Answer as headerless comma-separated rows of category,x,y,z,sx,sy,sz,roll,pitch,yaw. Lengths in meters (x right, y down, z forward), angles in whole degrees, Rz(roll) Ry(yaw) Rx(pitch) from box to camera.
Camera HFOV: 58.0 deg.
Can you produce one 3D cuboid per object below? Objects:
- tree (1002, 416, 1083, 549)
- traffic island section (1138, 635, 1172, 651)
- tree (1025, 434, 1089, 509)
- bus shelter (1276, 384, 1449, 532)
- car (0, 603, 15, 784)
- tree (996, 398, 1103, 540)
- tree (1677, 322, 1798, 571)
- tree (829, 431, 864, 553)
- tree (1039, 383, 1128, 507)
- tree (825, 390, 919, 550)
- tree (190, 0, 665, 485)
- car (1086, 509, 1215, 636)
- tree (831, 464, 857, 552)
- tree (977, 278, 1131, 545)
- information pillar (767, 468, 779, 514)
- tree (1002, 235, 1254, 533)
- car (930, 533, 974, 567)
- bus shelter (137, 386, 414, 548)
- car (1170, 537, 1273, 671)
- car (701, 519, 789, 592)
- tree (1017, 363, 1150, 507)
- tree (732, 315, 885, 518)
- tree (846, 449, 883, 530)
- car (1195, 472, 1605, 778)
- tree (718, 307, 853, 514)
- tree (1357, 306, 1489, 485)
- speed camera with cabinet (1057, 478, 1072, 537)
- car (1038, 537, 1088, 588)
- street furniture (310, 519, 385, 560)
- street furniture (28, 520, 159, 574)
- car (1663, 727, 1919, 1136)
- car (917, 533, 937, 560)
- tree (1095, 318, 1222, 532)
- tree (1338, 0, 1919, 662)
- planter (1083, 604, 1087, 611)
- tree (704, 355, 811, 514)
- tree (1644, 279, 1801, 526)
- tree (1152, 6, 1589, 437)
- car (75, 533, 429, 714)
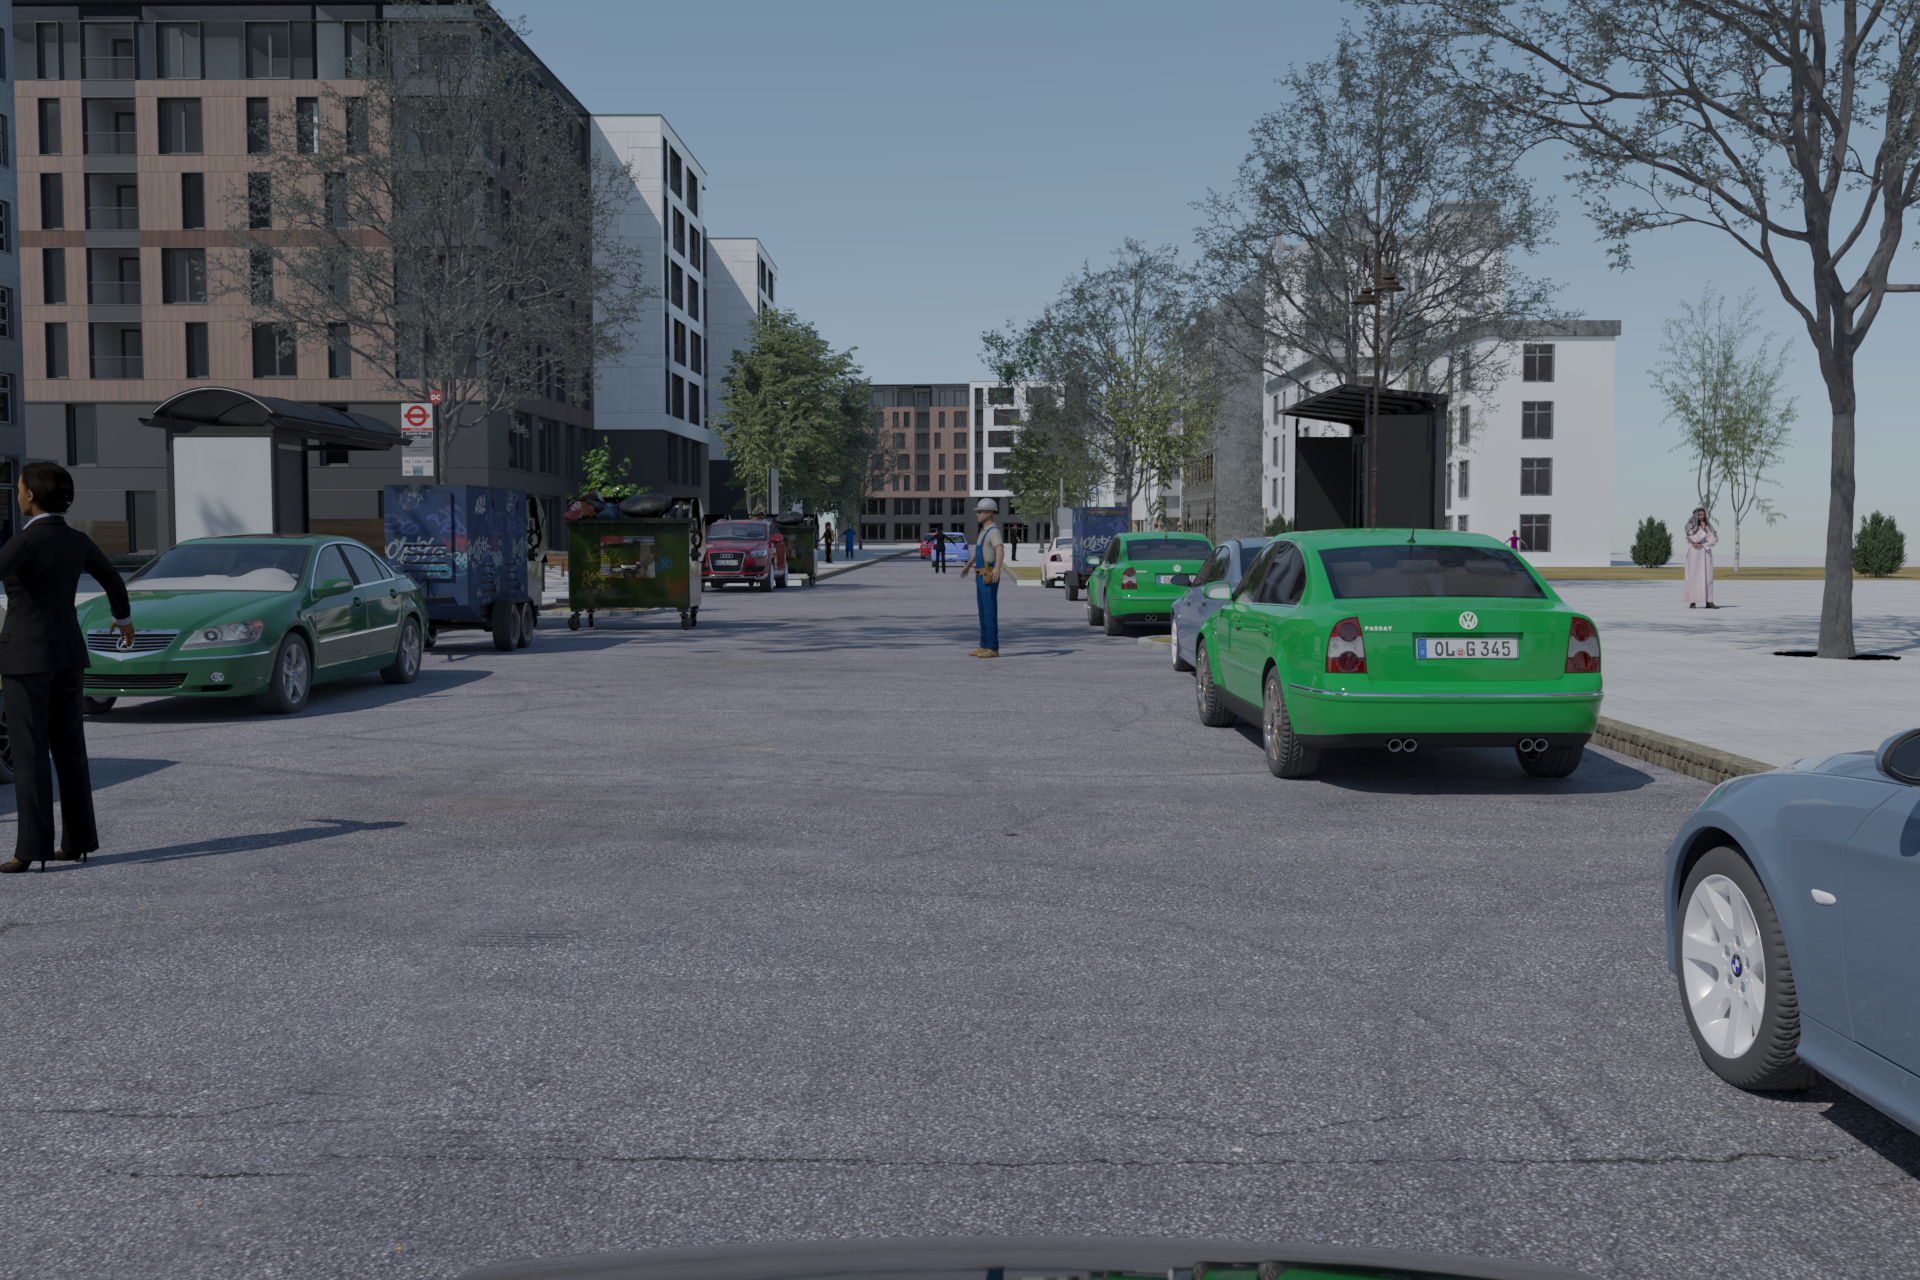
tree,7.163,-13.962,146.402,7.486,12.596,7.792,0,3,0
traffic island section,3.293,0.046,22.112,1.991,0.108,1.994,0,4,1
tree,6.336,-9.471,105.215,4.737,8.622,4.395,0,3,0
bus shelter,6.873,-2.378,30.171,1.731,3.624,6.357,0,4,1
car,-6.261,0.100,8.585,2.015,1.641,3.980,0,3,0
tree,5.976,-10.981,113.952,7.601,10.594,8.767,1,4,15
tree,26.992,-6.694,59.810,4.360,8.622,3.978,0,3,0
tree,-8.203,-10.097,115.452,4.737,8.622,4.395,0,3,0
tree,6.363,-7.953,80.399,4.360,8.622,3.978,0,3,0
tree,-8.295,-14.213,142.749,12.009,13.543,11.850,0,3,0
tree,-11.668,-7.866,38.978,12.009,13.543,11.850,0,3,0
car,2.906,-1.033,25.692,1.959,1.807,4.718,0,4,-1
tree,-8.706,-10.629,124.152,4.360,8.622,3.978,0,3,0
tree,7.210,-16.766,130.018,12.611,20.169,13.585,0,3,0
information pillar,-6.738,-4.354,62.501,0.184,3.620,1.656,0,4,2
tree,6.980,-9.793,70.483,12.009,13.543,11.850,0,3,0
car,-0.378,-4.054,75.874,1.945,1.707,3.694,0,4,1
bus shelter,-10.226,-1.993,26.504,2.014,3.302,5.546,0,4,0
car,3.073,-0.281,16.596,2.014,1.417,4.499,0,4,1
car,-5.612,-2.186,44.417,2.281,1.827,5.304,0,4,1
tree,6.624,-9.748,93.798,7.601,10.594,8.767,-1,4,-10
tree,-8.855,-11.851,100.418,9.857,13.997,8.962,0,3,0
tree,-8.549,-11.093,131.728,4.360,8.622,3.978,0,3,0
car,2.697,-0.168,11.544,1.959,1.807,4.718,0,4,-1
tree,-8.827,-10.330,87.024,7.486,12.596,7.792,0,3,0
tree,14.095,-6.409,55.143,4.360,8.622,3.978,0,3,0
speed camera with cabinet,3.776,-4.050,60.549,0.660,3.252,2.038,0,4,1
car,3.185,-2.138,47.325,2.083,1.381,4.827,0,4,0
street furniture,-18.494,-2.756,51.915,9.812,1.723,11.010,1,4,11
street furniture,-29.915,-3.158,58.490,9.812,1.723,11.010,1,4,18
car,2.864,0.549,3.021,2.014,1.417,4.499,0,4,-1
car,-1.352,-5.491,98.826,2.155,1.783,4.494,0,3,0
tree,6.828,-6.698,59.868,4.737,8.622,4.395,0,3,0
tree,8.994,-6.546,17.393,12.009,13.543,11.850,0,3,0
planter,3.363,-0.721,32.920,1.991,0.319,1.994,0,3,0
tree,-8.497,-7.457,72.281,4.737,8.622,4.395,0,3,0
tree,21.807,-6.157,51.031,4.360,8.622,3.978,0,3,0
tree,9.385,-7.948,40.322,12.009,13.543,11.850,0,3,0
car,-6.187,-0.213,15.284,2.131,1.459,4.920,0,4,1
